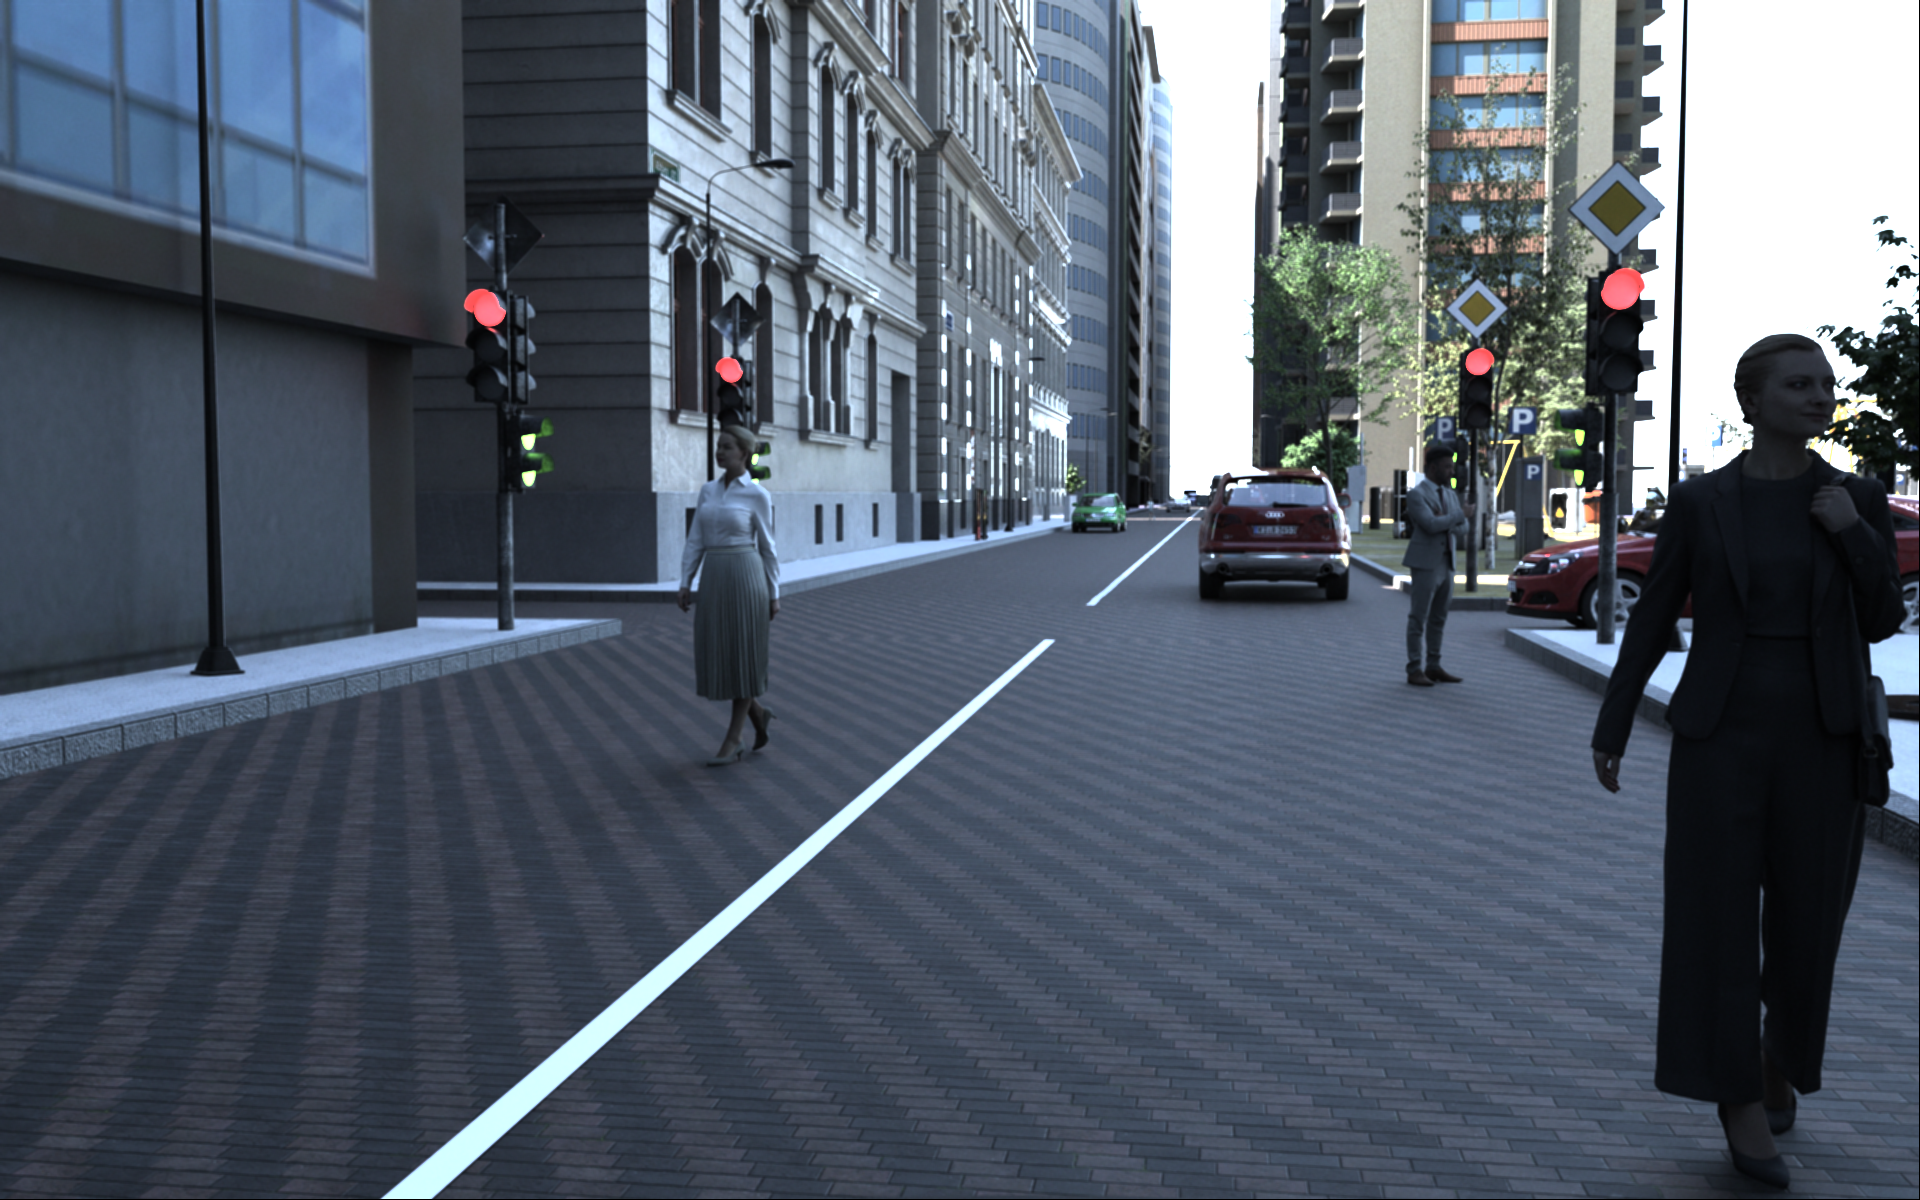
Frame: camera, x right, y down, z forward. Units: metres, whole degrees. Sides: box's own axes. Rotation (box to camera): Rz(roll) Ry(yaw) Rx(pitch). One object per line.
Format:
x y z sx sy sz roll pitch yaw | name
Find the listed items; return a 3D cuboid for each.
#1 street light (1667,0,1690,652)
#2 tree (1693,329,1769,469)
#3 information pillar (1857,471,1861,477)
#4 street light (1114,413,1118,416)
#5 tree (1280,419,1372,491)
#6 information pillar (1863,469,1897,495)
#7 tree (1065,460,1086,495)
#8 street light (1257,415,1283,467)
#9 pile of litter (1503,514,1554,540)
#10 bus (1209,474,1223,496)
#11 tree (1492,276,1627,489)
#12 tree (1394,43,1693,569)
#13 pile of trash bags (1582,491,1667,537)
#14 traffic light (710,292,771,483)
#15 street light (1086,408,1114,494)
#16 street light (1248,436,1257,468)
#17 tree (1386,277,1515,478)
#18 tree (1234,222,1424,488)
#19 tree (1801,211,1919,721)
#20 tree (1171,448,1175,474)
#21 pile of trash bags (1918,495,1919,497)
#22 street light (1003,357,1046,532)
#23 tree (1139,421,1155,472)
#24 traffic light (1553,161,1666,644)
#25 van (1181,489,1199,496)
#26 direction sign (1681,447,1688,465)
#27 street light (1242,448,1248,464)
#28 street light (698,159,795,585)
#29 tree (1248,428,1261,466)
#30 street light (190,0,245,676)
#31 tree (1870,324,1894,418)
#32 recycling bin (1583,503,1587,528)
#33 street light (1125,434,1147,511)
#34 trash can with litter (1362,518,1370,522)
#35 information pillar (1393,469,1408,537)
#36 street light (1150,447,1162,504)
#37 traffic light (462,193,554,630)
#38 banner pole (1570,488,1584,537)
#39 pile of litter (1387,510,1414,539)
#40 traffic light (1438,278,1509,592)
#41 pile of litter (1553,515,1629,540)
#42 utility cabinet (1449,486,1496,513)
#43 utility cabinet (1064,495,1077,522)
5.301 -2.545 14.148 1.470 5.913 1.316 1 4 8 | street light
35.231 -7.802 77.926 4.360 8.622 3.978 0 3 0 | tree
46.228 -5.966 88.896 0.504 3.616 0.183 1 4 18 | information pillar
8.401 -7.795 99.995 1.470 5.913 1.316 1 4 8 | street light
16.217 -5.613 75.491 4.285 4.588 4.351 0 3 0 | tree
11.789 -1.085 22.227 0.304 2.012 0.304 0 4 4 | information pillar
6.438 -6.331 98.107 1.663 3.219 1.824 0 3 0 | tree
18.460 -7.934 102.258 1.470 5.913 1.316 1 4 8 | street light
16.207 -2.155 49.204 1.176 0.858 1.719 -1 4 -10 | pile of litter
25.215 -10.423 165.272 2.948 3.499 13.247 1 4 8 | bus
31.219 -10.567 90.894 7.486 12.596 7.792 0 3 0 | tree
9.291 -4.835 29.410 4.360 8.622 3.978 0 3 0 | tree
19.038 -2.342 48.042 3.447 1.369 1.912 0 4 7 | pile of trash bags
-3.090 -2.153 24.127 0.839 4.253 0.868 1 4 8 | traffic light
7.406 -7.400 93.536 1.470 5.913 1.316 1 4 8 | street light
23.776 -10.084 137.411 1.470 5.913 1.316 1 4 8 | street light
16.653 -6.571 57.800 4.737 8.622 4.395 0 3 0 | tree
14.218 -8.639 67.010 9.928 11.665 9.643 0 3 0 | tree
5.843 -0.952 10.169 1.663 3.219 1.824 0 3 0 | tree
30.214 -18.754 256.981 4.360 8.622 3.978 0 3 0 | tree
20.873 -1.724 37.940 1.912 1.369 3.447 3 5 40 | pile of trash bags
2.203 -5.281 58.880 1.470 5.913 1.316 1 4 8 | street light
17.331 -13.640 173.374 4.360 8.622 3.978 0 3 0 | tree
5.537 -1.582 14.788 0.839 4.253 0.868 1 4 8 | traffic light
27.670 -12.467 208.222 2.240 2.365 5.245 0 4 7 | van
34.746 -5.607 83.673 0.379 3.537 0.876 -2 4 -32 | direction sign
30.780 -13.005 185.173 1.470 5.913 1.316 1 4 8 | street light
-2.978 -3.161 24.220 1.470 5.913 1.316 1 4 8 | street light
31.882 -14.027 179.702 4.360 8.622 3.978 0 3 0 | tree
-4.765 -2.419 12.098 1.470 5.913 1.316 1 4 8 | street light
38.193 -7.441 72.021 4.360 8.622 3.978 0 3 0 | tree
23.055 -3.211 65.059 0.722 1.027 0.722 -2 4 -28 | recycling bin
13.582 -9.915 134.654 1.470 5.913 1.316 1 4 8 | street light
18.594 -4.198 79.701 1.678 1.210 2.233 2 4 30 | trash can with litter
13.093 -2.874 51.478 0.304 2.012 0.304 -1 4 -18 | information pillar
18.792 -12.074 169.947 1.470 5.913 1.316 1 4 8 | street light
-4.268 -1.670 16.229 0.839 4.253 0.868 1 4 8 | traffic light
18.568 -3.789 51.969 0.401 3.779 0.863 1 4 17 | banner pole
13.024 -2.175 49.527 1.176 0.858 1.719 -2 4 -26 | pile of litter
6.715 -2.065 22.686 0.839 4.253 0.868 1 4 8 | traffic light
13.170 -1.310 35.382 1.719 0.858 1.176 -3 5 -42 | pile of litter
13.730 -2.307 46.398 1.173 1.500 0.318 2 4 28 | utility cabinet
5.068 -4.192 79.699 0.306 1.237 1.020 1 4 23 | utility cabinet
